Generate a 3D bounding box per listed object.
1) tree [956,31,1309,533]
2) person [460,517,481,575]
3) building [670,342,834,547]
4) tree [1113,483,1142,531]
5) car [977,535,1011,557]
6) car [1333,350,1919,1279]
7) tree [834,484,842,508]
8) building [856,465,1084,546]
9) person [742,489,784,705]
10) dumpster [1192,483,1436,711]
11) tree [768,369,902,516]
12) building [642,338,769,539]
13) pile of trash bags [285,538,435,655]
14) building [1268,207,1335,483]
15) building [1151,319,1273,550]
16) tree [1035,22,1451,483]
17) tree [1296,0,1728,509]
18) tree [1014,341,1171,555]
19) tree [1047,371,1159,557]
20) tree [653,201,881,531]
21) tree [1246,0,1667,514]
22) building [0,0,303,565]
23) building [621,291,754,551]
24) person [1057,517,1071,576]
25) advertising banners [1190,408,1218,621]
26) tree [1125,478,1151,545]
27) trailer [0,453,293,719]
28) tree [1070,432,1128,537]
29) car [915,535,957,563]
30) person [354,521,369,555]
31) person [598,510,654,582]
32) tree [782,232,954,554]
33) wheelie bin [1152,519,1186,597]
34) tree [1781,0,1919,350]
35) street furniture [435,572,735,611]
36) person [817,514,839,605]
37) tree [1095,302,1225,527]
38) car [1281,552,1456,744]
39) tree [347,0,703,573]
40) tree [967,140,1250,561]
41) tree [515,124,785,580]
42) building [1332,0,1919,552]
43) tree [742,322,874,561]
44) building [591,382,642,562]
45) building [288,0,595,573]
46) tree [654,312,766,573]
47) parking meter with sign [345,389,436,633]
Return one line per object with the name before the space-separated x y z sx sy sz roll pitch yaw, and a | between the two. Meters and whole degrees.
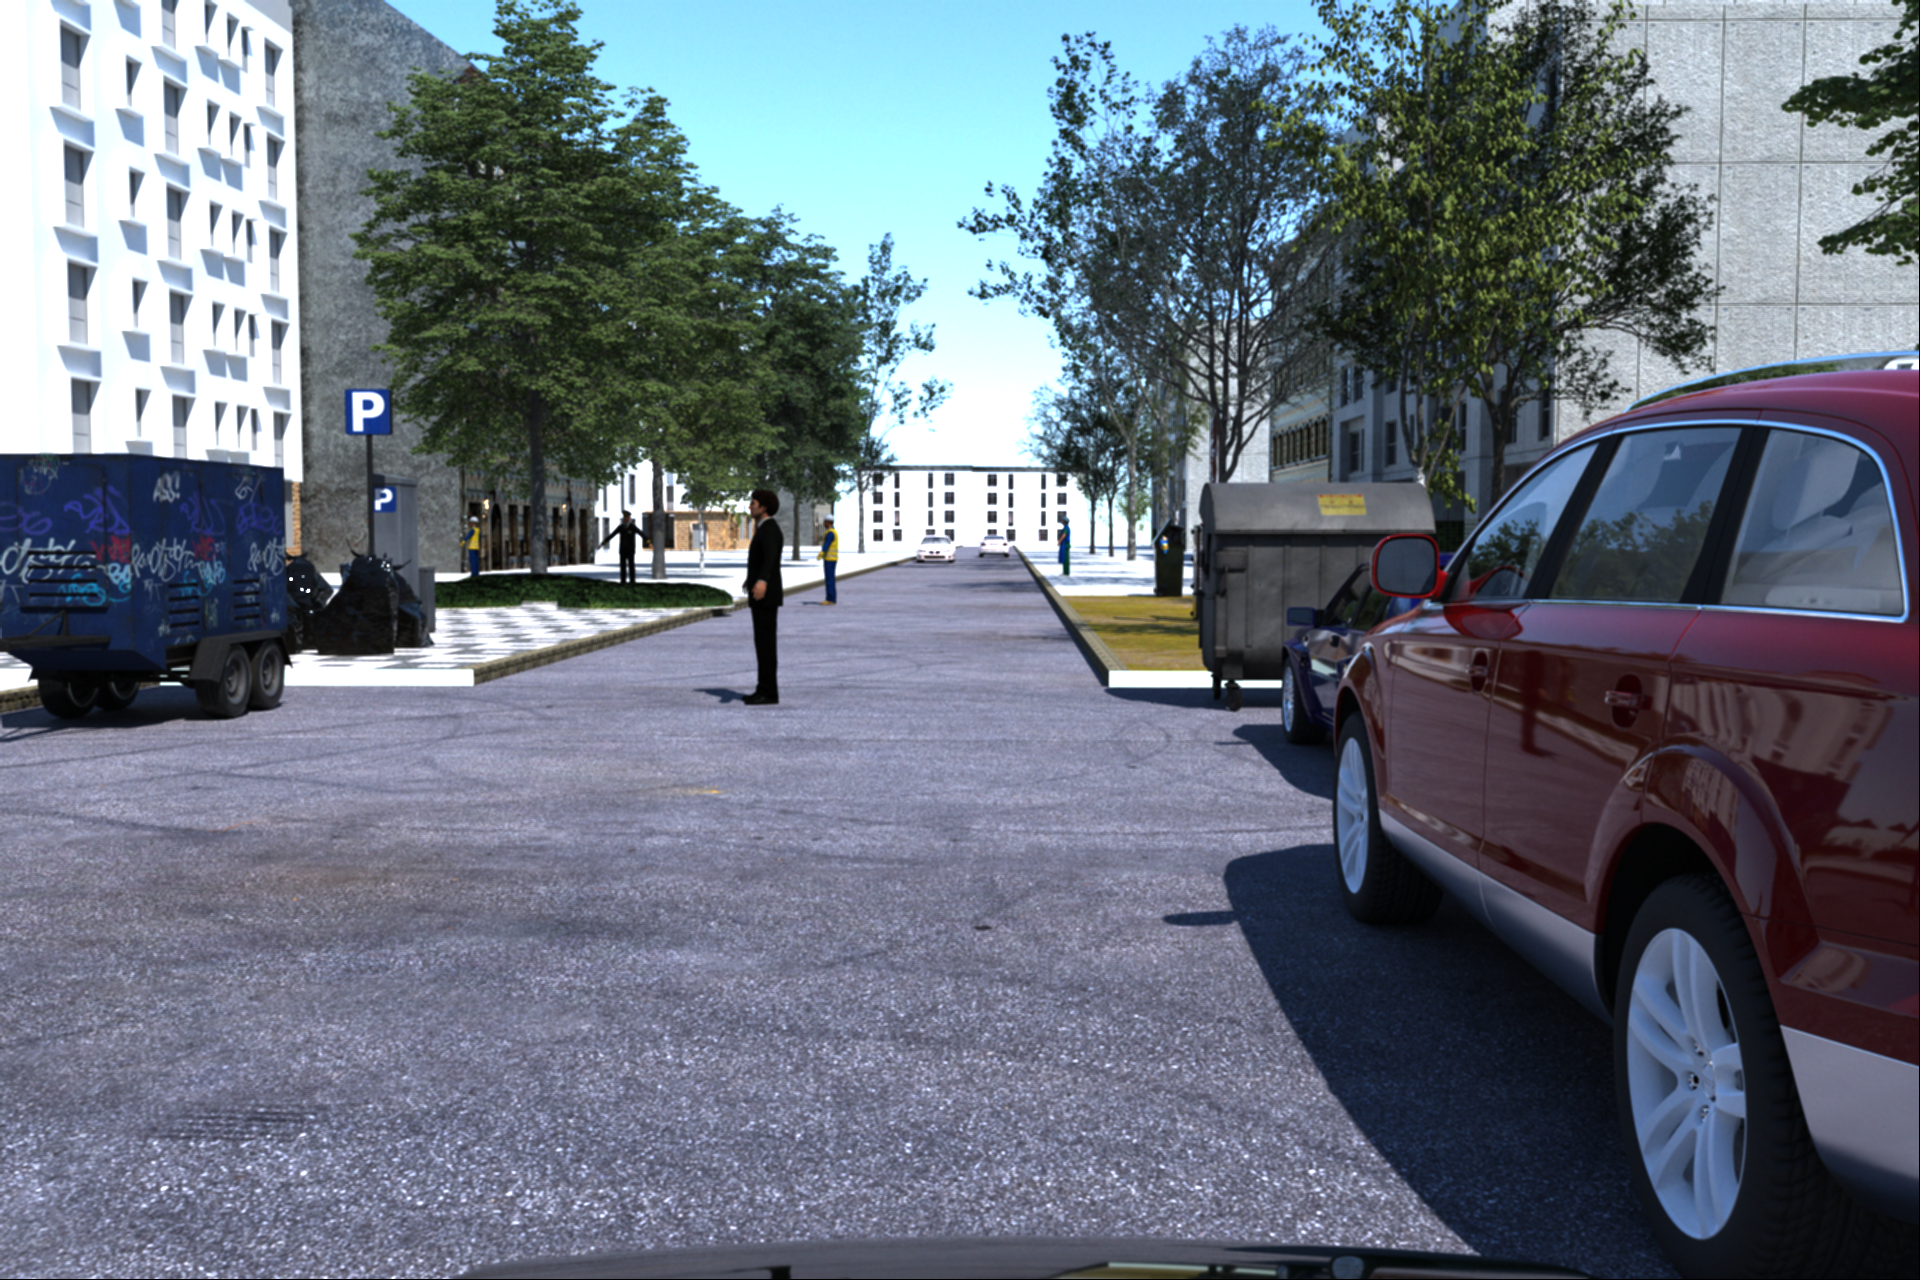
tree | 6.545 -12.906 66.901 12.611 20.169 13.585 0 3 0
person | -13.820 -2.599 48.953 0.721 1.772 1.216 1 4 8
building | -23.973 -21.795 187.272 19.493 23.208 18.063 0 4 2
tree | 20.886 -16.066 213.046 4.737 8.622 4.395 0 3 0
car | 2.106 -5.808 107.327 2.083 1.381 4.827 0 4 1
car | 2.411 0.239 4.760 2.281 1.827 5.304 0 4 1
tree | -16.265 -16.043 212.668 4.360 8.622 3.978 0 3 0
building | 1.211 -16.336 211.694 28.070 9.664 9.099 0 4 -3
person | -1.685 -0.369 14.678 0.705 1.806 1.347 -1 4 -11
dumpster | 2.925 -0.382 14.456 1.865 1.857 1.264 0 4 1
tree | -6.617 -9.682 92.716 7.601 10.594 8.767 -1 4 -21
building | -24.760 -18.834 164.355 16.016 20.090 11.380 0 4 1
pile of trash bags | -6.974 -0.527 18.363 1.912 1.369 3.447 0 4 3
building | 26.765 -15.811 89.434 19.493 23.208 18.063 0 4 1
building | 26.489 -17.412 151.137 16.747 18.905 31.486 0 4 1
tree | 6.461 -8.027 41.610 12.009 13.543 11.850 0 3 0
tree | 9.266 -5.775 28.840 7.601 10.594 8.767 -1 4 -15
tree | 8.377 -12.101 108.218 12.009 13.543 11.850 0 3 0
tree | 8.236 -9.960 97.266 7.601 10.594 8.767 -2 4 -30
tree | -7.650 -9.715 65.491 9.857 13.997 8.962 0 3 0
tree | 5.381 -4.212 19.222 4.737 8.622 4.395 0 3 0
building | -26.316 -11.368 42.294 16.016 20.090 11.380 0 4 1
building | -23.000 -17.096 135.940 16.016 20.090 11.380 0 4 1
person | 3.187 -2.854 52.783 0.704 1.817 1.347 1 4 15
advertising banners | 3.533 -1.767 25.075 0.090 3.025 2.074 0 4 0
tree | 21.791 -15.781 208.385 4.737 8.622 4.395 0 3 0
trailer | -6.340 -0.367 13.042 1.471 1.999 3.904 0 4 1
tree | 8.940 -10.301 118.778 4.360 8.622 3.978 0 3 0
car | -1.201 -4.588 87.374 2.083 1.381 4.827 0 4 1
person | -17.644 -2.794 51.874 1.347 1.806 0.705 2 4 35
person | -7.783 -2.111 40.445 1.347 1.837 0.705 1 4 8
tree | -6.450 -15.590 110.778 12.611 20.169 13.585 0 3 0
wheelie bin | 4.290 -1.687 35.487 0.693 1.594 0.980 0 4 2
tree | 12.190 -6.033 16.771 7.486 12.596 7.792 0 3 0
street furniture | -8.388 -1.056 32.892 5.734 0.657 10.072 -2 4 -27
person | -2.672 -1.633 35.127 0.705 1.833 1.349 0 4 6
tree | 6.920 -6.352 54.218 4.360 8.622 3.978 0 3 0
car | 3.063 0.118 10.655 1.945 1.354 3.894 0 4 1
tree | -9.164 -7.268 36.961 7.486 12.596 7.792 0 3 0
tree | 7.192 -13.954 84.037 12.611 20.169 13.585 0 3 0
tree | -8.941 -7.983 48.641 7.486 12.596 7.792 0 3 0
building | 24.972 -11.996 62.598 16.747 18.905 31.486 0 4 1
tree | -7.663 -9.557 82.020 9.928 11.665 9.643 0 3 0
building | -20.960 -9.046 90.047 9.099 9.664 28.070 0 4 1
building | -25.184 -14.314 64.966 19.493 23.208 18.063 0 4 1
tree | -8.391 -6.477 56.260 4.737 8.622 4.395 0 3 0
parking meter with sign | -7.084 -1.558 21.734 0.543 3.016 1.738 0 4 2
